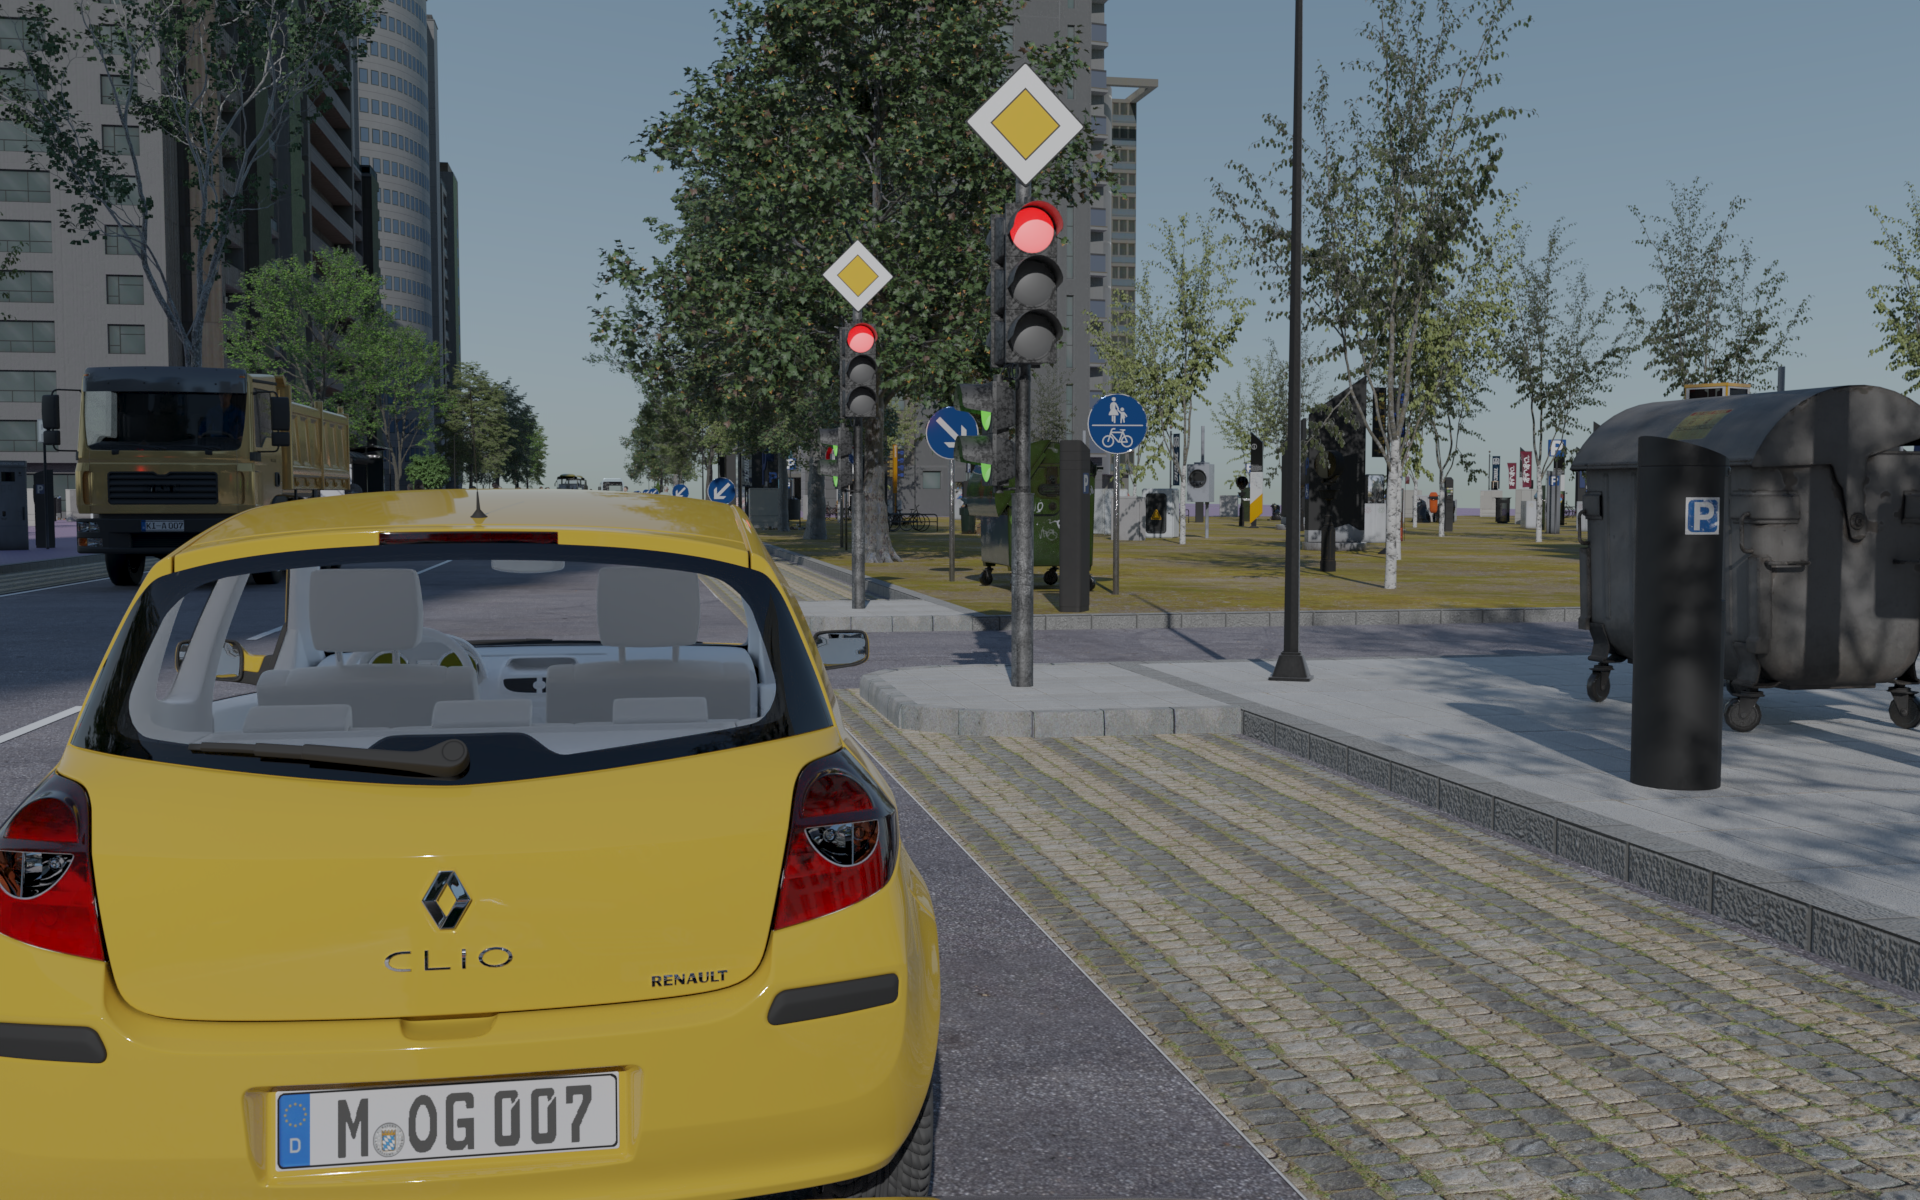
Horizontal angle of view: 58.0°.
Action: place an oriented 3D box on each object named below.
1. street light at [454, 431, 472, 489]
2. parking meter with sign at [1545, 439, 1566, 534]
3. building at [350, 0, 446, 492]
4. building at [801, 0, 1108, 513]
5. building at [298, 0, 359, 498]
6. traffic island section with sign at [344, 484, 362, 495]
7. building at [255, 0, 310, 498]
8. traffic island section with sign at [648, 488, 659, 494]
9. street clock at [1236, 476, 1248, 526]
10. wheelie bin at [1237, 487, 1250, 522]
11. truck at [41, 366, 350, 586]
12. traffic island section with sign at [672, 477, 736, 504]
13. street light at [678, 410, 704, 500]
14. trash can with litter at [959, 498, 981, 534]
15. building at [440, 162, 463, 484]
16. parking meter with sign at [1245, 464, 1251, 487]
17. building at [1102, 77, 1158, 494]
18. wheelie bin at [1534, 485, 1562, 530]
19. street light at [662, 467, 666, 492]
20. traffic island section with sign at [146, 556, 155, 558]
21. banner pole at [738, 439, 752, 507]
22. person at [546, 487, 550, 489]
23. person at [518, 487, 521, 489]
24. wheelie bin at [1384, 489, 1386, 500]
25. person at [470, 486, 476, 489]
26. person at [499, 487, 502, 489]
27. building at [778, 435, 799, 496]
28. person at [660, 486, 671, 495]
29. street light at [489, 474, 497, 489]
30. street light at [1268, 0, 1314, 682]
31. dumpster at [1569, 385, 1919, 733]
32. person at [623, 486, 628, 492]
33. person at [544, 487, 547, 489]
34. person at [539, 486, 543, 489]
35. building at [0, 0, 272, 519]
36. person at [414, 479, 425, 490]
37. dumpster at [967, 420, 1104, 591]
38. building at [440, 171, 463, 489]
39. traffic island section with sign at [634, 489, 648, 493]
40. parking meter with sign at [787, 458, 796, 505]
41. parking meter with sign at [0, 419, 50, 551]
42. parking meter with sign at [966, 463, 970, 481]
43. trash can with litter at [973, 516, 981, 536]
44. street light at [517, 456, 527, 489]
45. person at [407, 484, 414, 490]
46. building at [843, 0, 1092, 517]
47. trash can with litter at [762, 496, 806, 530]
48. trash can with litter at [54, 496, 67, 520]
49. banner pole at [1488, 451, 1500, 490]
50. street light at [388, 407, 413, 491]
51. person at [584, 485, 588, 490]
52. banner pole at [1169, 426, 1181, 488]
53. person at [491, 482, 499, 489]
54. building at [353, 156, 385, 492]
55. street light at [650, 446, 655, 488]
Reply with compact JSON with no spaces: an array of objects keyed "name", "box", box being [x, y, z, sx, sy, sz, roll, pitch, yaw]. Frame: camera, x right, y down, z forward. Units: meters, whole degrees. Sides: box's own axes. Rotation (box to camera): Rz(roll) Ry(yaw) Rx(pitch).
[{"name":"street light","box":[-36.915,-9.537,128.475,1.470,5.913,1.316,-1,4,-11]},{"name":"parking meter with sign","box":[19.214,-3.656,56.043,0.543,3.016,1.738,1,4,14]},{"name":"building","box":[-69.253,-39.648,190.247,21.231,58.520,28.212,-1,4,-11]},{"name":"building","box":[-1.088,-35.678,125.328,21.231,58.520,28.212,-1,4,-11]},{"name":"building","box":[-56.497,-30.672,125.185,21.300,48.544,21.600,-1,4,-11]},{"name":"traffic island section with sign","box":[-23.081,-3.503,65.903,1.989,1.847,2.006,-1,4,-11]},{"name":"building","box":[-49.656,-25.995,108.605,14.154,41.232,14.086,-1,4,-11]},{"name":"traffic island section with sign","box":[-11.130,-3.642,68.180,1.989,1.847,2.006,-1,4,-11]},{"name":"street clock","box":[11.299,-3.968,69.449,0.471,2.002,0.358,0,4,-4]},{"name":"wheelie bin","box":[13.460,-4.474,81.055,0.980,1.594,0.693,1,4,11]},{"name":"truck","box":[-12.470,-2.049,29.423,3.469,3.379,9.791,-1,4,-10]},{"name":"traffic island section with sign","box":[-5.888,-2.025,41.738,1.989,1.847,2.006,-1,4,-11]},{"name":"street light","box":[-14.645,-7.484,94.910,1.470,5.913,1.316,-1,4,-11]},{"name":"trash can with litter","box":[0.500,-2.693,55.422,1.055,1.170,0.624,2,4,30]},{"name":"building","box":[-73.110,-35.256,226.551,14.600,45.320,14.200,-1,4,-11]},{"name":"parking meter with sign","box":[16.464,-6.222,97.995,0.543,3.016,1.738,0,4,5]},{"name":"building","box":[-1.402,-28.187,152.746,32.217,40.220,23.993,-1,4,-11]},{"name":"wheelie bin","box":[20.785,-3.269,61.362,0.980,1.594,0.693,0,4,-5]},{"name":"street light","box":[-21.934,-9.738,131.756,1.470,5.913,1.316,-1,4,-11]},{"name":"traffic island section with sign","box":[-17.821,-1.881,39.380,1.989,1.847,2.006,-1,4,-11]},{"name":"banner pole","box":[-8.662,-4.849,69.304,0.863,3.779,0.401,2,4,27]},{"name":"person","box":[-20.587,-4.745,86.427,0.374,1.781,0.599,2,4,33]},{"name":"person","box":[-23.353,-5.066,91.533,0.583,1.804,0.606,0,4,-5]},{"name":"wheelie bin","box":[23.331,-5.250,93.746,0.980,1.594,0.693,-1,4,-14]},{"name":"person","box":[-17.116,-3.134,60.571,0.643,1.720,0.563,1,4,9]},{"name":"person","box":[-20.927,-4.251,78.495,0.515,1.767,0.782,0,4,-1]},{"name":"building","box":[-17.008,-36.364,214.158,23.786,49.044,30.456,-1,4,-11]},{"name":"person","box":[-12.397,-3.926,73.178,0.782,1.767,0.515,1,4,12]},{"name":"street light","box":[-44.322,-11.778,165.105,1.470,5.913,1.316,-1,4,-11]},{"name":"street light","box":[1.761,-2.396,11.713,1.470,5.913,1.316,-1,4,-11]},{"name":"dumpster","box":[4.575,-0.262,10.049,1.264,1.857,1.865,-1,4,-11]},{"name":"person","box":[-16.073,-4.624,84.117,0.660,1.820,0.620,3,5,44]},{"name":"person","box":[-26.316,-6.250,110.315,1.348,1.869,0.705,-2,4,-27]},{"name":"person","box":[-20.566,-4.665,84.869,0.616,1.811,0.778,-3,4,-36]},{"name":"building","box":[-46.275,-19.767,94.892,14.160,30.474,14.107,-1,4,-11]},{"name":"person","box":[-13.441,-2.094,42.985,0.600,1.795,0.529,3,5,42]},{"name":"dumpster","box":[1.007,-1.280,23.422,1.502,2.255,1.985,-1,4,-11]},{"name":"building","box":[-69.209,-32.337,212.302,14.154,41.232,14.086,-1,4,-11]},{"name":"traffic island section with sign","box":[-26.159,-8.274,143.905,1.989,1.847,2.006,-1,4,-11]},{"name":"parking meter with sign","box":[-8.471,-5.438,85.172,0.543,3.016,1.738,-1,4,-15]},{"name":"parking meter with sign","box":[-21.765,-2.649,39.567,0.543,3.016,1.738,3,5,42]},{"name":"parking meter with sign","box":[1.249,-6.120,96.329,1.738,3.016,0.543,1,4,16]},{"name":"trash can with litter","box":[1.631,-2.586,53.332,2.233,1.210,1.678,3,4,37]},{"name":"street light","box":[-53.325,-14.567,210.711,1.470,5.913,1.316,-1,4,-11]},{"name":"person","box":[-18.298,-2.985,57.665,0.694,1.780,0.624,-2,4,-30]},{"name":"building","box":[-0.574,-25.701,103.799,14.154,41.232,14.086,-1,4,-11]},{"name":"trash can with litter","box":[-6.358,-3.146,62.489,2.233,1.210,1.678,-3,5,-41]},{"name":"trash can with litter","box":[-44.250,-4.560,85.617,1.678,1.210,2.233,1,4,16]},{"name":"banner pole","box":[30.742,-6.720,99.882,0.863,3.779,0.401,0,4,-2]},{"name":"street light","box":[-29.706,-7.304,91.955,1.470,5.913,1.316,-1,4,-11]},{"name":"person","box":[-14.261,-3.486,65.842,0.624,1.780,0.694,-3,5,-43]},{"name":"banner pole","box":[7.793,-4.469,63.091,0.401,3.779,0.863,-2,4,-24]},{"name":"person","box":[-14.451,-2.793,54.355,0.592,1.802,0.473,1,4,18]},{"name":"building","box":[-56.468,-22.800,144.483,14.160,30.474,14.107,-1,4,-11]},{"name":"street light","box":[-30.960,-12.500,176.919,1.470,5.913,1.316,-1,4,-11]}]
